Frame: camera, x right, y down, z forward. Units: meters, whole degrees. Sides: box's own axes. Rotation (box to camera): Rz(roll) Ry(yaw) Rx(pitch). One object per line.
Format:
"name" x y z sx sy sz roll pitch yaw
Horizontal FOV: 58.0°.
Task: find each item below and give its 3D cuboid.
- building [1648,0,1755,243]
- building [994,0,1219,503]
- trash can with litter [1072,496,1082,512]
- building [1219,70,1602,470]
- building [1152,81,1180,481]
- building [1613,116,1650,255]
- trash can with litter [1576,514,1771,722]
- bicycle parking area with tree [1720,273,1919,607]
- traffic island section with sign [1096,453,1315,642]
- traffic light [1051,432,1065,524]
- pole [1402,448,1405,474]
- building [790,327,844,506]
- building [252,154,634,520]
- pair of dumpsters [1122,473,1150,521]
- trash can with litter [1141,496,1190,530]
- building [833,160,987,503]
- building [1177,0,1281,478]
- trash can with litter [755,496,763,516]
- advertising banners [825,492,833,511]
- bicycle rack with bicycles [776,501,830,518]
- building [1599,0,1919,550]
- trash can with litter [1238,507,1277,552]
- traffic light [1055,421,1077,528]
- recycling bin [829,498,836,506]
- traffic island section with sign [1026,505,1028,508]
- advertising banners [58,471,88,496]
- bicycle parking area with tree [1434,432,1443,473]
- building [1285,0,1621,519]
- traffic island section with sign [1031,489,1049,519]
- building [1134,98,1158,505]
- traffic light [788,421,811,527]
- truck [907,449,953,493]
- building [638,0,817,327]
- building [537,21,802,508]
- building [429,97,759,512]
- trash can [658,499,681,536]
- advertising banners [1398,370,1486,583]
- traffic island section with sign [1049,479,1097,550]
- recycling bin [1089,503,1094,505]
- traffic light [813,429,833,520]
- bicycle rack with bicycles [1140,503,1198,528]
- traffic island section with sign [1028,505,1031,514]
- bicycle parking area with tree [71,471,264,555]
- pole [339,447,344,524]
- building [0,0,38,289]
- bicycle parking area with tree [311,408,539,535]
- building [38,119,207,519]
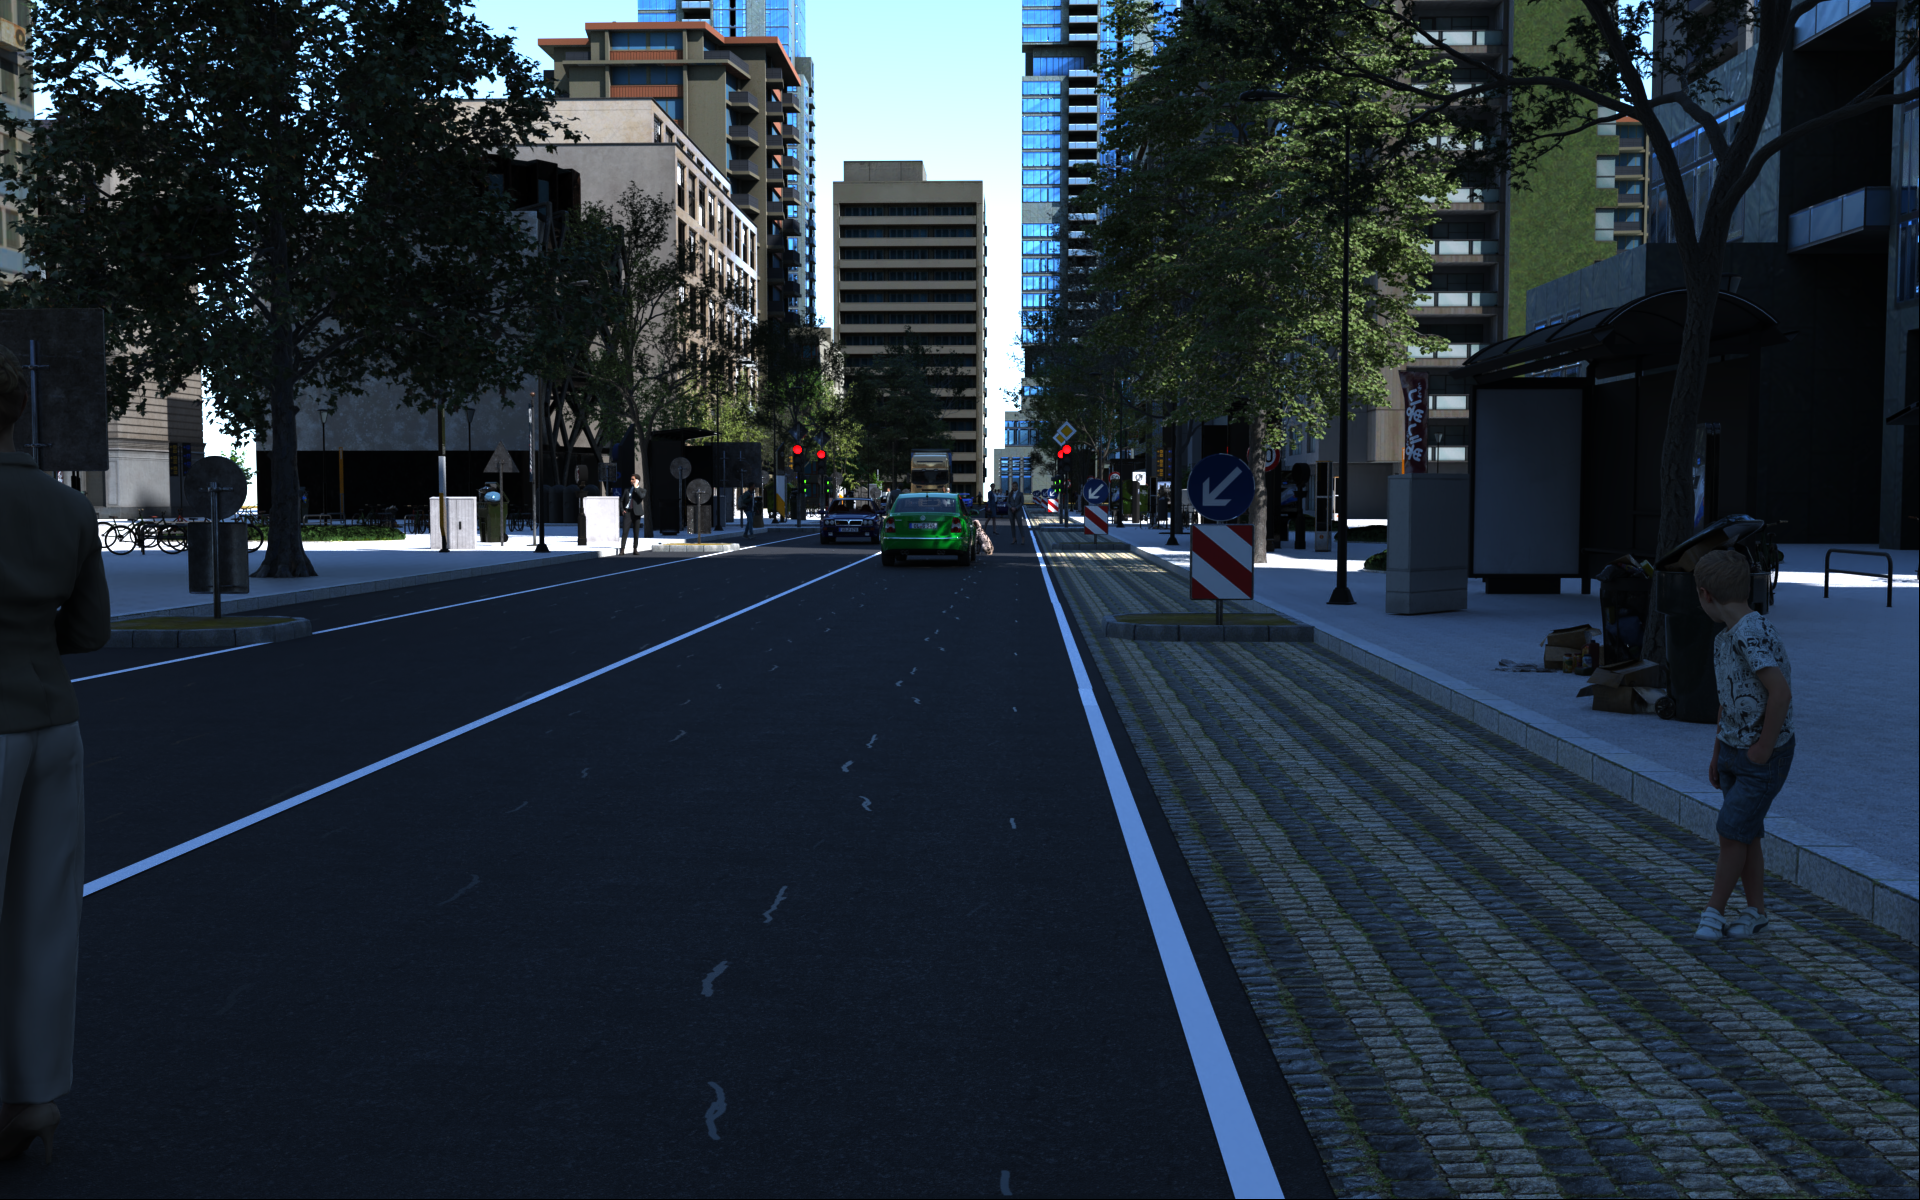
"building" 54.441 -33.671 92.527 28.212 58.520 21.231 0 4 2
"building" 20.635 -57.496 252.738 31.000 86.520 22.319 0 4 2
"trash can with litter" 8.779 -6.849 123.036 1.678 1.210 2.233 0 4 -3
"building" 32.489 -50.067 131.272 22.319 86.520 31.000 0 4 2
"building" 28.034 -32.692 184.622 14.600 45.320 14.200 0 4 2
"building" 69.102 -33.394 200.609 28.867 44.769 22.147 0 4 2
"trash can with litter" 4.071 0.087 9.967 0.624 1.170 1.055 -3 4 -37
"bicycle parking area with tree" 12.478 -2.156 22.250 8.231 4.147 9.016 1 4 18
"traffic island section with sign" 2.462 -0.551 17.639 1.989 1.847 2.006 0 4 2
"traffic light" 4.332 -5.223 74.325 0.839 4.253 0.868 0 4 2
"pole" 19.498 -5.035 76.165 0.158 3.312 0.155 0 3 0
"building" -29.292 -21.840 202.126 28.899 21.520 27.650 0 4 2
"building" -26.683 -13.889 94.543 16.820 18.784 16.811 0 4 2
"pair of dumpsters" 8.253 -4.927 83.055 1.574 2.255 4.437 0 4 2
"trash can with litter" 7.478 -3.154 62.625 1.678 1.210 2.233 -2 4 -30
"building" -6.960 -38.553 254.037 21.600 48.544 21.300 0 4 2
"building" 31.085 -37.939 162.294 21.231 58.520 28.212 0 4 2
"trash can with litter" -10.362 -4.667 87.689 0.624 1.170 1.055 -2 4 -25
"advertising banners" -9.327 -7.665 121.503 0.090 3.025 2.074 1 4 21
"bicycle rack with bicycles" -8.334 -4.983 94.854 2.852 0.926 2.925 -3 5 -43
"building" 28.567 -44.291 36.827 22.319 86.520 31.000 0 4 2
"trash can with litter" 6.557 -1.658 38.496 0.624 1.170 1.055 3 5 43
"traffic light" 4.063 -4.735 66.344 0.839 4.253 0.868 0 4 2
"recycling bin" -8.406 -6.398 117.156 0.722 1.027 0.722 -1 4 -20
"traffic island section with sign" 7.821 -10.280 176.709 1.989 1.847 2.006 0 4 2
"advertising banners" -38.905 -4.871 75.829 2.074 3.025 0.090 2 4 28
"bicycle parking area with tree" 24.808 -5.701 80.210 8.231 4.147 9.016 1 4 21
"building" 25.193 -24.894 90.618 14.086 41.232 14.154 0 4 2
"traffic island section with sign" 5.202 -5.529 99.022 1.989 1.847 2.006 0 4 2
"building" 31.793 -35.392 202.363 21.300 48.544 21.600 0 4 2
"traffic light" -6.193 -4.755 66.673 0.839 4.253 0.868 0 4 2
"truck" -1.796 -7.392 109.771 2.839 4.237 11.283 0 4 0
"building" -34.209 -57.609 254.570 31.000 86.520 22.319 0 4 2
"building" -26.987 -31.186 164.513 22.147 44.769 28.867 0 4 2
"building" -26.851 -19.678 126.256 19.350 26.468 34.151 0 4 2
"trash can" -9.023 -2.577 53.784 0.748 1.137 0.748 0 3 0
"advertising banners" 7.139 -1.755 24.887 2.074 3.025 0.090 -1 4 -22
"traffic island section with sign" 3.383 -2.220 44.931 1.989 1.847 2.006 0 4 2
"recycling bin" 8.521 -5.913 109.226 0.722 1.027 0.722 0 4 6
"traffic light" -5.924 -5.244 74.653 0.839 4.253 0.868 0 4 2
"bicycle rack with bicycles" 8.136 -3.218 65.998 2.852 0.926 2.925 1 4 22
"traffic island section with sign" 6.122 -7.197 126.304 1.989 1.847 2.006 0 4 2
"bicycle parking area with tree" -20.122 -3.184 39.056 9.016 4.147 8.231 -1 4 -13
"pole" -26.862 -4.978 75.235 0.158 3.312 0.155 0 3 0
"building" -37.473 -21.388 41.582 23.993 40.220 32.217 0 4 2
"bicycle parking area with tree" -18.996 -4.348 58.100 8.231 4.147 9.016 1 4 21
"building" -51.156 -14.844 91.845 18.267 20.994 9.793 0 4 2
